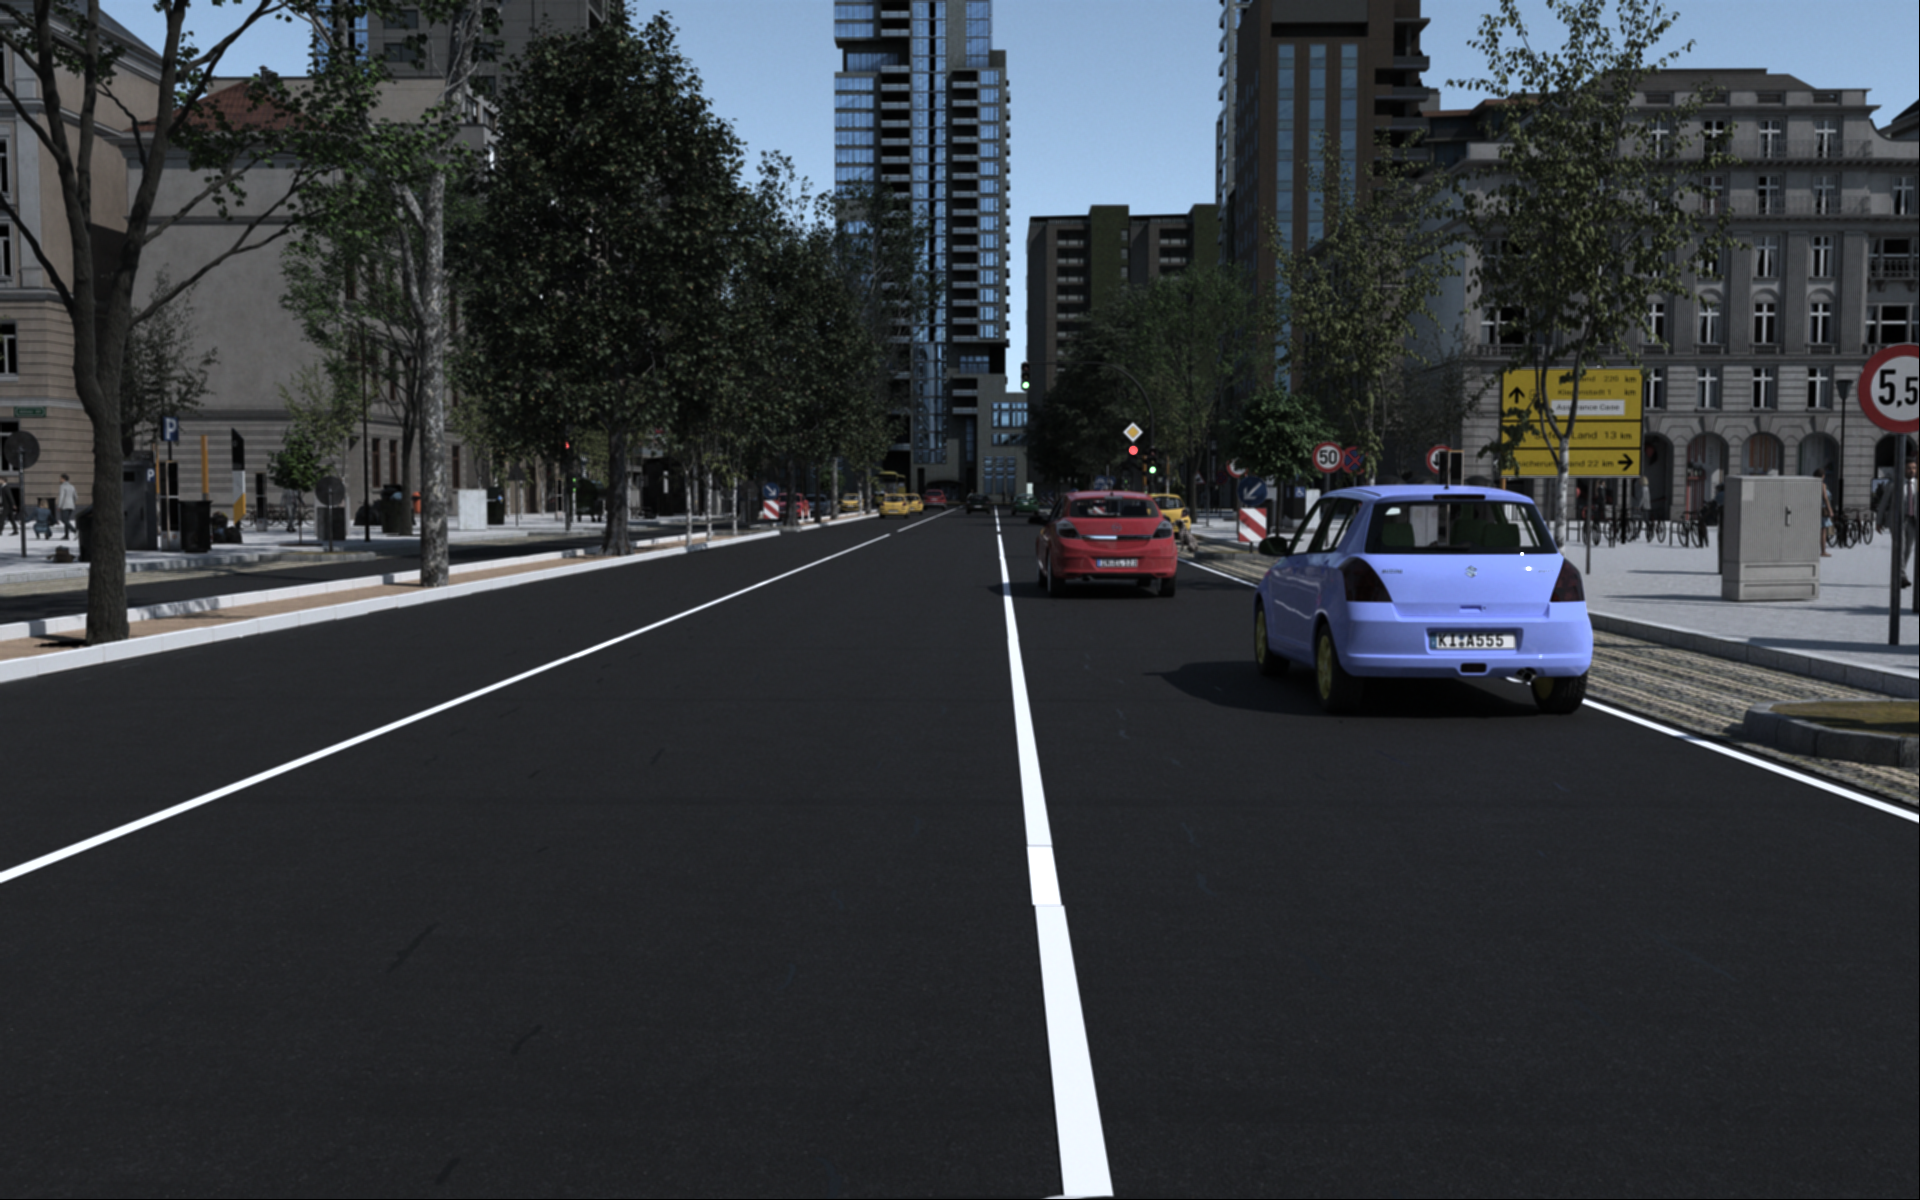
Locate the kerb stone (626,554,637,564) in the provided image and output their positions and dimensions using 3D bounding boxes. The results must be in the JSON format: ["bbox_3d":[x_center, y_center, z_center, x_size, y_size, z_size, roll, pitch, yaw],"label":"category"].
[{"bbox_3d":[-6.873,-0.821,35.650,0.120,0.150,1.000,0,4,1],"label":"kerb stone"}]

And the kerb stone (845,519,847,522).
[{"bbox_3d":[-5.886,-3.928,86.435,0.120,0.150,1.000,0,4,1],"label":"kerb stone"}]

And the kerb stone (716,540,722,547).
[{"bbox_3d":[-6.657,-1.513,46.928,0.120,0.150,1.000,0,4,1],"label":"kerb stone"}]

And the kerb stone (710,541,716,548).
[{"bbox_3d":[-6.673,-1.450,45.898,0.120,0.150,1.000,0,4,1],"label":"kerb stone"}]

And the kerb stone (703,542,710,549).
[{"bbox_3d":[-6.698,-1.387,44.876,0.120,0.150,1.000,0,4,1],"label":"kerb stone"}]

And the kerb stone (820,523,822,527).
[{"bbox_3d":[-6.123,-3.177,74.133,0.120,0.150,1.000,0,4,1],"label":"kerb stone"}]

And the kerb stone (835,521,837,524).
[{"bbox_3d":[-5.985,-3.616,81.310,0.120,0.150,1.000,0,4,1],"label":"kerb stone"}]

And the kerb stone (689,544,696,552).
[{"bbox_3d":[-6.733,-1.259,42.833,0.120,0.150,1.000,0,4,1],"label":"kerb stone"}]

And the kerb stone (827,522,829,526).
[{"bbox_3d":[-6.067,-3.362,77.200,0.120,0.150,1.000,0,4,1],"label":"kerb stone"}]

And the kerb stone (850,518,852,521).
[{"bbox_3d":[-5.828,-4.117,89.515,0.120,0.150,1.000,0,4,1],"label":"kerb stone"}]

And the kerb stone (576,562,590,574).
[{"bbox_3d":[-6.956,-0.571,31.539,0.120,0.150,1.000,0,4,1],"label":"kerb stone"}]

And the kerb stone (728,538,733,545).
[{"bbox_3d":[-6.615,-1.638,48.994,0.120,0.150,1.000,0,4,1],"label":"kerb stone"}]

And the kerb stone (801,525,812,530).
[{"bbox_3d":[-6.203,-2.926,70.033,0.120,0.150,1.000,0,4,1],"label":"kerb stone"}]

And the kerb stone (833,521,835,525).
[{"bbox_3d":[-6.002,-3.553,80.288,0.120,0.150,1.000,0,4,1],"label":"kerb stone"}]

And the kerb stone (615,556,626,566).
[{"bbox_3d":[-6.892,-0.760,34.628,0.120,0.150,1.000,0,4,1],"label":"kerb stone"}]

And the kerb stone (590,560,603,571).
[{"bbox_3d":[-6.941,-0.635,32.571,0.120,0.150,1.000,0,4,1],"label":"kerb stone"}]

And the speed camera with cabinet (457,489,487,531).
[{"bbox_3d":[-17.492,-4.025,60.141,2.038,3.252,0.660,-1,4,-15],"label":"speed camera with cabinet"}]

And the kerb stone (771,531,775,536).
[{"bbox_3d":[-6.439,-2.202,58.201,0.120,0.150,1.000,0,4,1],"label":"kerb stone"}]

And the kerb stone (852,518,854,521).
[{"bbox_3d":[-5.793,-4.180,90.537,0.120,0.150,1.000,0,4,1],"label":"kerb stone"}]

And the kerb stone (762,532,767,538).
[{"bbox_3d":[-6.479,-2.077,56.155,0.120,0.150,1.000,0,4,1],"label":"kerb stone"}]

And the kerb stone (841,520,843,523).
[{"bbox_3d":[-5.923,-3.804,84.390,0.120,0.150,1.000,0,4,1],"label":"kerb stone"}]

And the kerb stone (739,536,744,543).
[{"bbox_3d":[-6.577,-1.759,51.046,0.120,0.150,1.000,0,4,1],"label":"kerb stone"}]

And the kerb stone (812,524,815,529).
[{"bbox_3d":[-6.180,-2.988,71.055,0.120,0.150,1.000,0,4,1],"label":"kerb stone"}]

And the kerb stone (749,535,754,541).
[{"bbox_3d":[-6.532,-1.890,53.089,0.120,0.150,1.000,0,4,1],"label":"kerb stone"}]

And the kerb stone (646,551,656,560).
[{"bbox_3d":[-6.832,-0.948,37.698,0.120,0.150,1.000,0,4,1],"label":"kerb stone"}]

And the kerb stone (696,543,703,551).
[{"bbox_3d":[-6.710,-1.324,43.854,0.120,0.150,1.000,0,4,1],"label":"kerb stone"}]

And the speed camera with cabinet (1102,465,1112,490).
[{"bbox_3d":[10.741,-7.577,118.213,2.038,3.252,0.660,0,4,3],"label":"speed camera with cabinet"}]

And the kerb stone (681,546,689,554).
[{"bbox_3d":[-6.742,-1.200,41.809,0.120,0.150,1.000,0,4,1],"label":"kerb stone"}]

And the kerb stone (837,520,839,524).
[{"bbox_3d":[-5.965,-3.679,82.339,0.120,0.150,1.000,0,4,1],"label":"kerb stone"}]

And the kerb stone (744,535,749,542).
[{"bbox_3d":[-6.560,-1.827,52.068,0.120,0.150,1.000,0,4,1],"label":"kerb stone"}]

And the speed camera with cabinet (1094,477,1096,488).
[{"bbox_3d":[10.991,-8.790,138.048,0.660,3.252,2.038,0,4,6],"label":"speed camera with cabinet"}]

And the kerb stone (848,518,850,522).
[{"bbox_3d":[-5.845,-4.050,88.479,0.120,0.150,1.000,0,4,1],"label":"kerb stone"}]

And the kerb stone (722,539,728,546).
[{"bbox_3d":[-6.626,-1.575,47.961,0.120,0.150,1.000,0,4,1],"label":"kerb stone"}]

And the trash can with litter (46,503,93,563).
[{"bbox_3d":[-16.497,-1.288,32.443,1.055,1.170,0.624,-3,5,-42],"label":"trash can with litter"}]

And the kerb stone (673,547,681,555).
[{"bbox_3d":[-6.774,-1.136,40.788,0.120,0.150,1.000,0,4,1],"label":"kerb stone"}]

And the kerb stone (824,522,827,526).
[{"bbox_3d":[-6.087,-3.302,76.178,0.120,0.150,1.000,0,4,1],"label":"kerb stone"}]

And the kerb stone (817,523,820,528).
[{"bbox_3d":[-6.141,-3.114,73.106,0.120,0.150,1.000,0,4,1],"label":"kerb stone"}]

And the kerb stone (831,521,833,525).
[{"bbox_3d":[-6.015,-3.490,79.258,0.120,0.150,1.000,0,4,1],"label":"kerb stone"}]

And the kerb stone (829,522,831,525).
[{"bbox_3d":[-6.038,-3.427,78.225,0.120,0.150,1.000,0,4,1],"label":"kerb stone"}]

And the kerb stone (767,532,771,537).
[{"bbox_3d":[-6.453,-2.137,57.177,0.120,0.150,1.000,0,4,1],"label":"kerb stone"}]

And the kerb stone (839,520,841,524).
[{"bbox_3d":[-5.943,-3.740,83.364,0.120,0.150,1.000,0,4,1],"label":"kerb stone"}]

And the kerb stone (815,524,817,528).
[{"bbox_3d":[-6.161,-3.051,72.077,0.120,0.150,1.000,0,4,1],"label":"kerb stone"}]

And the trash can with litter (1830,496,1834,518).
[{"bbox_3d":[34.333,-3.552,69.136,1.678,1.210,2.233,-2,4,-26],"label":"trash can with litter"}]

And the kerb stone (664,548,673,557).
[{"bbox_3d":[-6.788,-1.070,39.755,0.120,0.150,1.000,0,4,1],"label":"kerb stone"}]

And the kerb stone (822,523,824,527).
[{"bbox_3d":[-6.109,-3.239,75.156,0.120,0.150,1.000,0,4,1],"label":"kerb stone"}]

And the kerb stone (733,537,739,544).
[{"bbox_3d":[-6.588,-1.693,50.020,0.120,0.150,1.000,0,4,1],"label":"kerb stone"}]

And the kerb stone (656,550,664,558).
[{"bbox_3d":[-6.821,-1.011,38.721,0.120,0.150,1.000,0,4,1],"label":"kerb stone"}]

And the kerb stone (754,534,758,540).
[{"bbox_3d":[-6.516,-1.951,54.111,0.120,0.150,1.000,0,4,1],"label":"kerb stone"}]

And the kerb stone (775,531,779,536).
[{"bbox_3d":[-6.413,-2.265,59.226,0.120,0.150,1.000,0,4,1],"label":"kerb stone"}]

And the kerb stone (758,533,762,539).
[{"bbox_3d":[-6.498,-2.010,55.133,0.120,0.150,1.000,0,4,1],"label":"kerb stone"}]

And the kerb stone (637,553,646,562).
[{"bbox_3d":[-6.857,-0.883,36.672,0.120,0.150,1.000,0,4,1],"label":"kerb stone"}]

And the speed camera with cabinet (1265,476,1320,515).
[{"bbox_3d":[11.110,-3.929,58.576,2.038,3.252,0.660,0,4,-4],"label":"speed camera with cabinet"}]

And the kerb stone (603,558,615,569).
[{"bbox_3d":[-6.915,-0.698,33.600,0.120,0.150,1.000,0,4,1],"label":"kerb stone"}]

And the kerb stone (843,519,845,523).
[{"bbox_3d":[-5.897,-3.866,85.412,0.120,0.150,1.000,0,4,1],"label":"kerb stone"}]
